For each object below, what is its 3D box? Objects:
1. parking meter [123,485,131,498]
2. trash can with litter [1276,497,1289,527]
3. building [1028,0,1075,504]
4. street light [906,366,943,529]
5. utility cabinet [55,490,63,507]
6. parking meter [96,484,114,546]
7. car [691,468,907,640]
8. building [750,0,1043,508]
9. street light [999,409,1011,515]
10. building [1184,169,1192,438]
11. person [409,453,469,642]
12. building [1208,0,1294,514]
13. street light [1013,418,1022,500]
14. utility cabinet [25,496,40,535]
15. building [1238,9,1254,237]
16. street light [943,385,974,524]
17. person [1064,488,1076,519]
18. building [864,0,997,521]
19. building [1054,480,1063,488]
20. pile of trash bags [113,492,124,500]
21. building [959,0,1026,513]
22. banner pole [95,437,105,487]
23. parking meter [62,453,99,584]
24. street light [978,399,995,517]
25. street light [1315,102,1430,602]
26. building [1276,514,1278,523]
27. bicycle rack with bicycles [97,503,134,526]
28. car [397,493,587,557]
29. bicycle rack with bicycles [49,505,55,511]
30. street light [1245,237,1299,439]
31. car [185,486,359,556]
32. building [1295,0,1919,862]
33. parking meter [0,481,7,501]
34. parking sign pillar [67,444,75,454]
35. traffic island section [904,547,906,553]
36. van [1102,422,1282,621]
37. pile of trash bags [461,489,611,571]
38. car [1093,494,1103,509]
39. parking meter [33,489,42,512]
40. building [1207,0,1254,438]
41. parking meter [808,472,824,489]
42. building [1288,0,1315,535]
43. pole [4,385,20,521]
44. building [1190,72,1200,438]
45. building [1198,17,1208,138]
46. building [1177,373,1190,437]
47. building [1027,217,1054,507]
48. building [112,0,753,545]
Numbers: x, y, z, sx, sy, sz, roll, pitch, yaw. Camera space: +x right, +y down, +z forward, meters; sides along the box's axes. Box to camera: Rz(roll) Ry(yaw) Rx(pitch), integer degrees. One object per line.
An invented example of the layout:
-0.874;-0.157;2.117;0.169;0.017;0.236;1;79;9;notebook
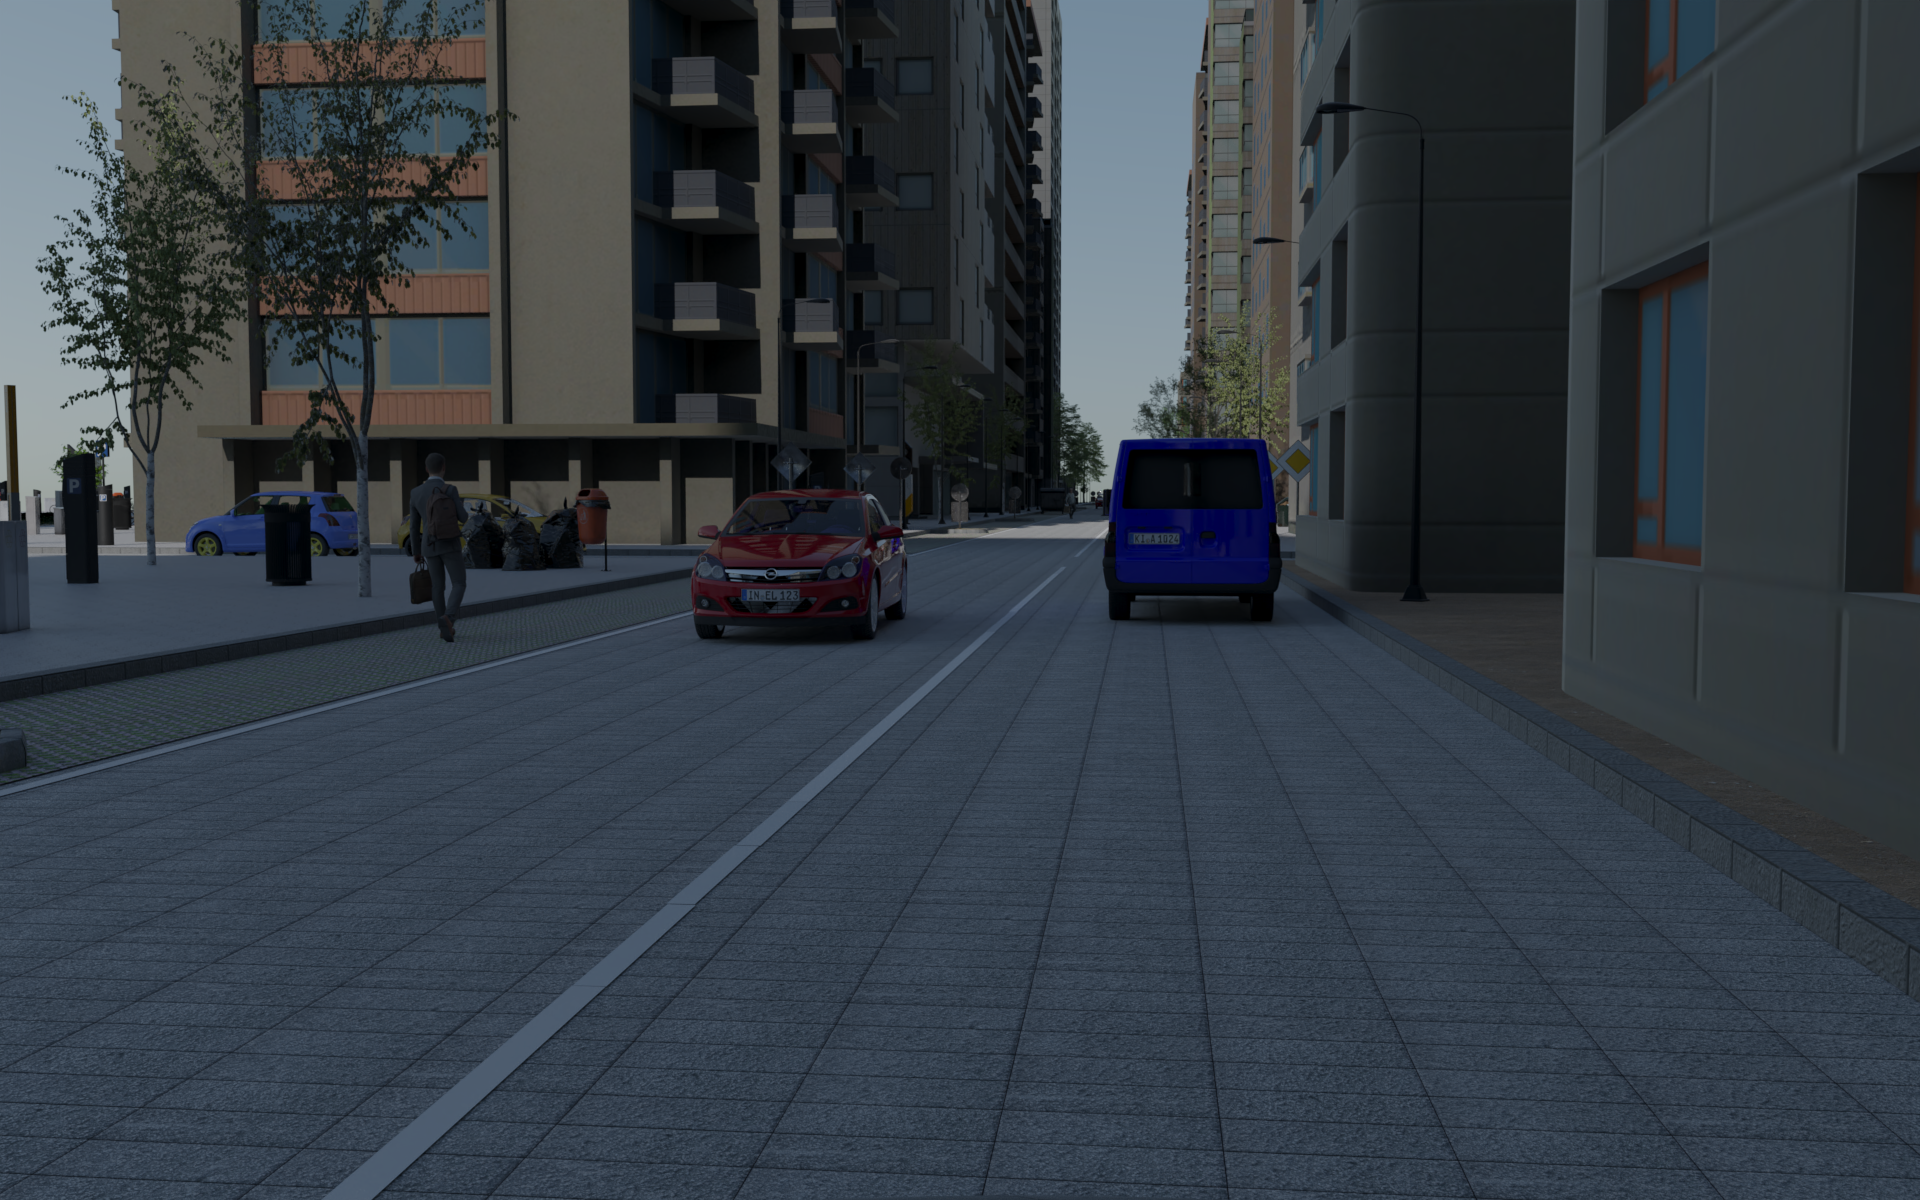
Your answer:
-56.369;-6.821;117.230;0.399;1.863;0.255;0;4;-2;parking meter
12.395;-3.437;67.584;1.055;1.170;0.624;0;4;2;trash can with litter
6.659;-49.924;254.510;20.563;71.187;20.611;0;4;6;building
-1.500;-5.529;62.944;1.470;5.913;1.316;0;4;6;street light
-54.569;-5.914;105.375;0.318;1.500;1.173;0;4;1;utility cabinet
-21.358;-2.132;43.276;0.372;1.533;0.369;0;3;0;parking meter
-1.619;-0.575;18.440;2.155;1.783;4.494;0;4;4;car
-4.145;-30.516;153.562;22.147;44.769;28.867;0;4;6;building
1.974;-7.491;95.012;1.470;5.913;1.316;0;4;6;street light
40.822;-35.093;228.399;22.147;44.769;28.867;0;4;6;building
-5.083;-0.516;16.899;0.622;1.834;0.822;0;4;1;person
26.773;-29.810;137.507;14.600;45.320;14.200;0;4;6;building
3.068;-8.145;105.708;1.470;5.913;1.316;0;4;6;street light
-29.582;-2.698;55.280;0.306;1.237;1.020;-1;4;-22;utility cabinet
24.055;-20.481;106.572;14.160;30.474;14.107;0;4;6;building
-0.226;-6.182;73.621;1.470;5.913;1.316;0;4;6;street light
6.372;-5.610;100.706;0.782;1.767;0.515;-3;4;-37;person
-12.380;-30.978;95.726;28.713;52.752;27.495;0;4;6;building
-3.671;-31.898;213.415;32.217;40.220;23.993;0;4;6;building
-43.421;-5.055;92.408;3.447;1.369;1.912;-3;5;-44;pile of trash bags
-6.523;-30.814;127.504;21.300;48.544;21.600;0;4;6;building
-37.934;-5.289;76.488;0.863;3.779;0.401;2;4;33;banner pole
-12.620;-1.170;24.842;0.399;1.863;0.255;1;4;10;parking meter
0.901;-6.836;84.314;1.470;5.913;1.316;0;4;6;street light
4.914;-2.942;20.651;1.470;5.913;1.316;0;4;6;street light
21.001;-26.306;80.218;14.600;45.320;14.200;0;4;6;building
-34.182;-3.485;70.367;2.925;0.926;2.852;-1;4;-17;bicycle rack with bicycles
-10.109;-1.674;37.593;3.980;1.641;2.015;0;4;6;car
-55.135;-5.812;108.401;2.925;0.926;2.852;-1;4;-16;bicycle rack with bicycles
5.985;-3.600;31.394;1.470;5.913;1.316;0;4;6;street light
-14.909;-1.717;37.666;3.694;1.707;1.945;0;4;7;car
18.291;-10.396;15.009;27.650;21.520;28.899;0;4;6;building
-49.522;-5.152;89.949;0.399;1.863;0.255;-1;4;-14;parking meter
-47.541;-6.398;93.084;1.447;3.967;1.447;2;4;25;parking sign pillar
-2.401;-1.153;41.139;2.009;0.180;2.903;0;4;6;traffic island section
2.815;-1.032;21.256;2.240;2.365;5.245;0;4;7;van
-7.103;-1.211;29.558;3.447;1.369;1.912;3;5;41;pile of trash bags
14.019;-9.716;167.892;2.155;1.783;4.494;0;4;5;car
-48.261;-5.027;90.607;0.372;1.533;0.369;0;3;0;parking meter
24.688;-26.859;122.737;14.154;41.232;14.086;0;4;6;building
-3.828;-2.463;45.975;0.399;1.863;0.255;-1;4;-18;parking meter
20.883;-26.112;50.638;21.600;48.544;21.300;0;4;6;building
-17.744;-2.361;32.442;0.158;3.312;0.155;0;3;0;pole
31.186;-32.434;180.399;14.600;45.320;14.200;0;4;6;building
33.027;-30.816;158.469;22.147;44.769;28.867;0;4;6;building
46.426;-25.227;257.502;27.650;21.520;28.899;0;4;6;building
2.100;-24.660;174.898;14.160;30.474;14.107;0;4;6;building
-13.996;-24.562;56.207;22.147;44.769;28.867;0;4;6;building
